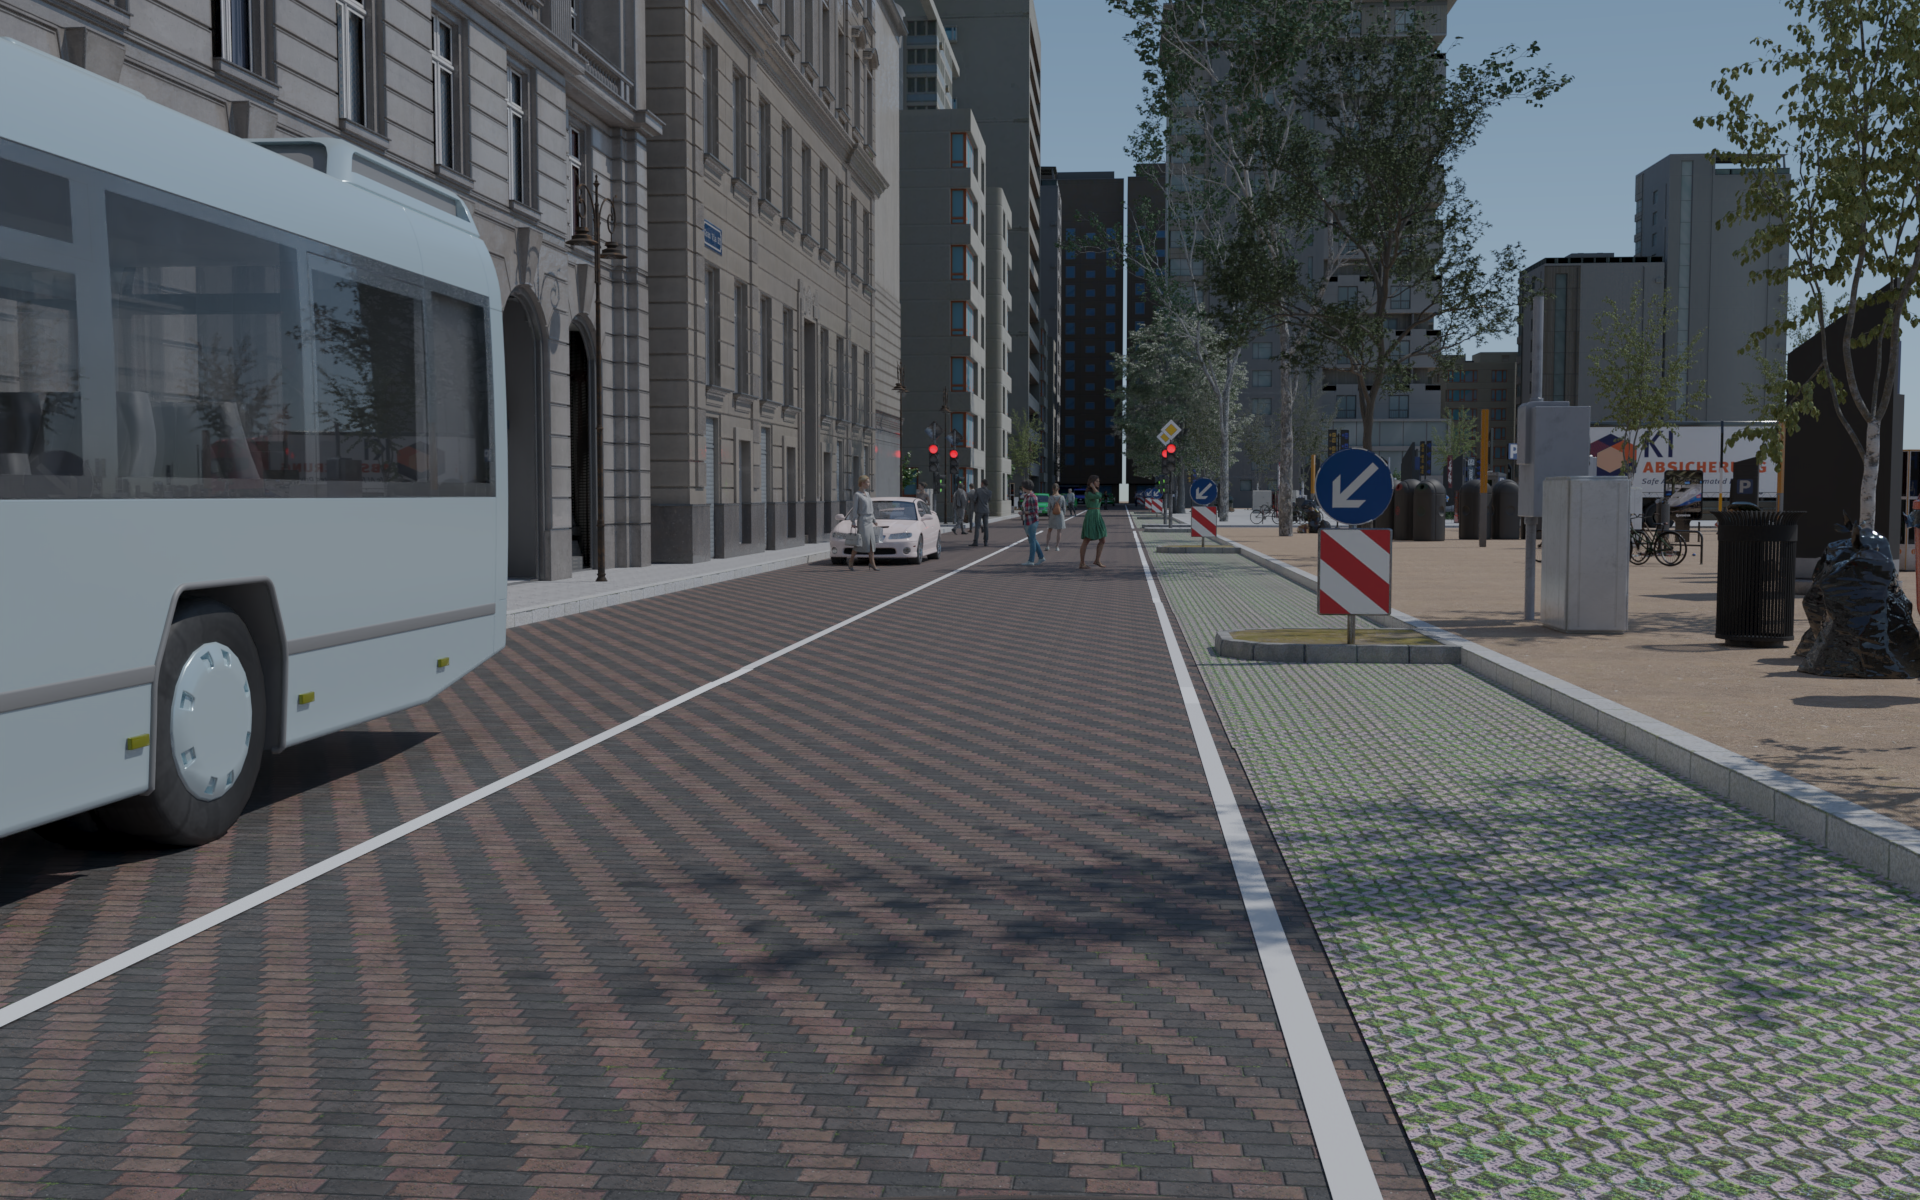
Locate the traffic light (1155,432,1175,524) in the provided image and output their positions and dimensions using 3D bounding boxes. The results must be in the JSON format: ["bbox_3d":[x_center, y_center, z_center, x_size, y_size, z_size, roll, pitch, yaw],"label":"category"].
[{"bbox_3d":[8.655,-5.148,73.097,0.839,4.253,0.868,0,4,5],"label":"traffic light"}]

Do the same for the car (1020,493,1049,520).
[{"bbox_3d":[4.314,-5.343,96.153,1.959,1.807,4.718,0,4,4],"label":"car"}]

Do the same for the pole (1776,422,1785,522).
[{"bbox_3d":[22.989,-3.342,48.479,0.158,3.312,0.155,0,3,0],"label":"pole"}]

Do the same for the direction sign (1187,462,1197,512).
[{"bbox_3d":[16.557,-8.057,123.734,0.876,3.537,0.379,-2,4,-35],"label":"direction sign"}]

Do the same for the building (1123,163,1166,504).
[{"bbox_3d":[29.920,-35.893,236.962,14.200,45.320,14.600,0,4,5],"label":"building"}]

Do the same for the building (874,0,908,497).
[{"bbox_3d":[-11.477,-12.974,61.283,18.267,20.994,9.793,0,4,5],"label":"building"}]

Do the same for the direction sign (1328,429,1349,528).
[{"bbox_3d":[13.288,-4.213,60.882,0.876,3.537,0.379,-2,4,-25],"label":"direction sign"}]

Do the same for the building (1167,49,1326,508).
[{"bbox_3d":[26.623,-29.355,163.548,14.154,41.232,14.086,0,4,5],"label":"building"}]

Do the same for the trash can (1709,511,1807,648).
[{"bbox_3d":[6.719,-0.182,14.622,0.748,1.137,0.748,0,3,0],"label":"trash can"}]

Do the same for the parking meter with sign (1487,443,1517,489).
[{"bbox_3d":[18.671,-3.925,60.440,0.543,3.016,1.738,-2,4,-28],"label":"parking meter with sign"}]

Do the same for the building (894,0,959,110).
[{"bbox_3d":[-13.405,-26.847,130.826,32.217,40.220,23.993,0,4,5],"label":"building"}]

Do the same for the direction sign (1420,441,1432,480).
[{"bbox_3d":[19.813,-5.001,73.765,0.379,3.537,0.876,-1,4,-16],"label":"direction sign"}]

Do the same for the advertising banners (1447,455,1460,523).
[{"bbox_3d":[21.999,-4.918,76.601,0.090,3.025,2.074,-1,4,-9],"label":"advertising banners"}]

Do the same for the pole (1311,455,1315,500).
[{"bbox_3d":[18.320,-5.876,89.908,0.158,3.312,0.155,0,3,0],"label":"pole"}]

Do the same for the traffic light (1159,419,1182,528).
[{"bbox_3d":[7.912,-4.662,65.147,0.839,4.253,0.868,0,4,5],"label":"traffic light"}]

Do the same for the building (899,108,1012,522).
[{"bbox_3d":[-11.943,-15.202,93.596,27.650,21.520,28.899,0,4,5],"label":"building"}]

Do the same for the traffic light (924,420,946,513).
[{"bbox_3d":[-0.962,-4.712,65.957,0.839,4.253,0.868,0,4,5],"label":"traffic light"}]

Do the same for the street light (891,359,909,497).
[{"bbox_3d":[-2.024,-5.299,59.434,0.468,5.910,1.993,0,4,5],"label":"street light"}]

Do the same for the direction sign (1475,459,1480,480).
[{"bbox_3d":[33.016,-7.282,111.061,0.379,3.537,0.876,-3,5,-44],"label":"direction sign"}]

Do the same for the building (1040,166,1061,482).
[{"bbox_3d":[5.638,-32.678,217.875,14.086,41.232,14.154,0,4,5],"label":"building"}]

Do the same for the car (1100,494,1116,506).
[{"bbox_3d":[17.442,-12.004,205.057,1.959,1.807,4.718,0,4,7],"label":"car"}]

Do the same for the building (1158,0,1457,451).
[{"bbox_3d":[35.499,-36.329,183.212,28.713,52.752,27.495,0,4,5],"label":"building"}]

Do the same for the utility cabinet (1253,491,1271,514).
[{"bbox_3d":[19.549,-6.328,112.134,1.173,1.500,0.318,1,4,11],"label":"utility cabinet"}]

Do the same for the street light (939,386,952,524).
[{"bbox_3d":[-0.620,-6.208,74.296,0.468,5.910,1.993,0,4,5],"label":"street light"}]

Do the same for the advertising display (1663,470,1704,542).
[{"bbox_3d":[19.307,-2.510,46.258,0.974,1.923,0.123,1,4,11],"label":"advertising display"}]

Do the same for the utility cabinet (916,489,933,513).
[{"bbox_3d":[-1.487,-4.006,74.170,0.318,1.500,1.173,2,4,26],"label":"utility cabinet"}]

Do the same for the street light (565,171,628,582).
[{"bbox_3d":[-5.258,-3.207,25.222,0.468,5.910,1.993,0,4,5],"label":"street light"}]

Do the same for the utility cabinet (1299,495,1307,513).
[{"bbox_3d":[22.026,-6.190,112.364,1.020,1.237,0.306,-2,4,-29],"label":"utility cabinet"}]

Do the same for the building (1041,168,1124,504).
[{"bbox_3d":[15.434,-36.049,239.503,14.200,45.320,14.600,0,4,5],"label":"building"}]

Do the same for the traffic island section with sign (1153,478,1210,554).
[{"bbox_3d":[5.813,-2.062,42.350,1.989,1.847,2.006,0,4,5],"label":"traffic island section with sign"}]

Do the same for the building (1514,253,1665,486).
[{"bbox_3d":[76.511,-26.901,211.532,14.107,30.474,14.160,0,4,5],"label":"building"}]

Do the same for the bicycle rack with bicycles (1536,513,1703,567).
[{"bbox_3d":[12.274,-1.124,31.755,2.852,0.926,2.925,-1,4,-21],"label":"bicycle rack with bicycles"}]

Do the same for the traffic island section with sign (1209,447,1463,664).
[{"bbox_3d":[3.314,-0.421,15.510,1.989,1.847,2.006,0,4,5],"label":"traffic island section with sign"}]

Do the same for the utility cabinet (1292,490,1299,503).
[{"bbox_3d":[18.723,-5.497,98.562,0.318,1.500,1.173,-3,5,-45],"label":"utility cabinet"}]

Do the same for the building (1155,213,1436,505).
[{"bbox_3d":[39.962,-31.627,208.986,32.217,40.220,23.993,0,4,5],"label":"building"}]

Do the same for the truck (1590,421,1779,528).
[{"bbox_3d":[29.288,-4.817,67.673,11.283,4.237,2.839,0,4,7],"label":"truck"}]

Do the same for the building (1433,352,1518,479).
[{"bbox_3d":[79.557,-24.159,240.045,28.899,21.520,27.650,0,4,5],"label":"building"}]

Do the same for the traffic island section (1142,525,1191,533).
[{"bbox_3d":[7.951,-2.629,65.257,2.009,0.180,2.903,0,4,5],"label":"traffic island section"}]

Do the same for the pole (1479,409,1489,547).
[{"bbox_3d":[12.650,-2.935,41.829,0.158,3.312,0.155,0,3,0],"label":"pole"}]

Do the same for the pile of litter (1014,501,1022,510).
[{"bbox_3d":[4.534,-7.553,137.457,1.176,0.858,1.719,3,4,38],"label":"pile of litter"}]

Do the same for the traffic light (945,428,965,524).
[{"bbox_3d":[-0.220,-5.198,73.907,0.839,4.253,0.868,0,4,5],"label":"traffic light"}]

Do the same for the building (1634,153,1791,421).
[{"bbox_3d":[90.623,-32.208,210.201,14.086,41.232,14.154,0,4,5],"label":"building"}]

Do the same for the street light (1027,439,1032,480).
[{"bbox_3d":[5.740,-10.357,142.130,0.468,5.910,1.993,0,4,5],"label":"street light"}]

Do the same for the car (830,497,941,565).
[{"bbox_3d":[-1.524,-1.496,36.816,2.083,1.381,4.827,0,4,7],"label":"car"}]

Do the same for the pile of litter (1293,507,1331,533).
[{"bbox_3d":[11.551,-2.615,56.720,1.719,0.858,1.176,2,4,28],"label":"pile of litter"}]

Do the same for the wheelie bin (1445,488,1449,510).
[{"bbox_3d":[24.606,-4.964,89.068,0.980,1.594,0.693,0,4,6],"label":"wheelie bin"}]

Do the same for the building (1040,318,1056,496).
[{"bbox_3d":[-4.138,-20.858,186.069,27.650,21.520,28.899,0,4,5],"label":"building"}]

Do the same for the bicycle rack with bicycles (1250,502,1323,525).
[{"bbox_3d":[14.179,-3.691,73.731,2.925,0.926,2.852,3,5,40],"label":"bicycle rack with bicycles"}]

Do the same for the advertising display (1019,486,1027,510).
[{"bbox_3d":[5.126,-7.958,135.332,0.974,1.923,0.123,1,4,10],"label":"advertising display"}]

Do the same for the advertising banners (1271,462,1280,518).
[{"bbox_3d":[16.987,-5.905,92.741,0.090,3.025,2.074,1,4,18],"label":"advertising banners"}]

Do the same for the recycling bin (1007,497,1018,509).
[{"bbox_3d":[4.255,-7.840,140.735,0.722,1.027,0.722,-3,4,-38],"label":"recycling bin"}]

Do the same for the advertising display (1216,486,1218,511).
[{"bbox_3d":[19.814,-7.831,133.258,0.123,1.923,0.974,0,4,3],"label":"advertising display"}]

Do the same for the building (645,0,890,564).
[{"bbox_3d":[-9.391,-15.061,43.516,12.463,27.353,25.104,0,4,5],"label":"building"}]

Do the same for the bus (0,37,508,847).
[{"bbox_3d":[-4.493,-0.556,3.952,2.948,3.499,13.247,0,4,4],"label":"bus"}]

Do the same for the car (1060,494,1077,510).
[{"bbox_3d":[9.547,-8.938,154.938,1.959,1.807,4.718,0,4,5],"label":"car"}]

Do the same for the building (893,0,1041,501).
[{"bbox_3d":[-3.720,-32.795,159.894,21.300,48.544,21.600,0,4,5],"label":"building"}]

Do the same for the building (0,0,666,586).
[{"bbox_3d":[-12.424,-10.858,19.323,13.314,21.916,24.055,0,4,5],"label":"building"}]
